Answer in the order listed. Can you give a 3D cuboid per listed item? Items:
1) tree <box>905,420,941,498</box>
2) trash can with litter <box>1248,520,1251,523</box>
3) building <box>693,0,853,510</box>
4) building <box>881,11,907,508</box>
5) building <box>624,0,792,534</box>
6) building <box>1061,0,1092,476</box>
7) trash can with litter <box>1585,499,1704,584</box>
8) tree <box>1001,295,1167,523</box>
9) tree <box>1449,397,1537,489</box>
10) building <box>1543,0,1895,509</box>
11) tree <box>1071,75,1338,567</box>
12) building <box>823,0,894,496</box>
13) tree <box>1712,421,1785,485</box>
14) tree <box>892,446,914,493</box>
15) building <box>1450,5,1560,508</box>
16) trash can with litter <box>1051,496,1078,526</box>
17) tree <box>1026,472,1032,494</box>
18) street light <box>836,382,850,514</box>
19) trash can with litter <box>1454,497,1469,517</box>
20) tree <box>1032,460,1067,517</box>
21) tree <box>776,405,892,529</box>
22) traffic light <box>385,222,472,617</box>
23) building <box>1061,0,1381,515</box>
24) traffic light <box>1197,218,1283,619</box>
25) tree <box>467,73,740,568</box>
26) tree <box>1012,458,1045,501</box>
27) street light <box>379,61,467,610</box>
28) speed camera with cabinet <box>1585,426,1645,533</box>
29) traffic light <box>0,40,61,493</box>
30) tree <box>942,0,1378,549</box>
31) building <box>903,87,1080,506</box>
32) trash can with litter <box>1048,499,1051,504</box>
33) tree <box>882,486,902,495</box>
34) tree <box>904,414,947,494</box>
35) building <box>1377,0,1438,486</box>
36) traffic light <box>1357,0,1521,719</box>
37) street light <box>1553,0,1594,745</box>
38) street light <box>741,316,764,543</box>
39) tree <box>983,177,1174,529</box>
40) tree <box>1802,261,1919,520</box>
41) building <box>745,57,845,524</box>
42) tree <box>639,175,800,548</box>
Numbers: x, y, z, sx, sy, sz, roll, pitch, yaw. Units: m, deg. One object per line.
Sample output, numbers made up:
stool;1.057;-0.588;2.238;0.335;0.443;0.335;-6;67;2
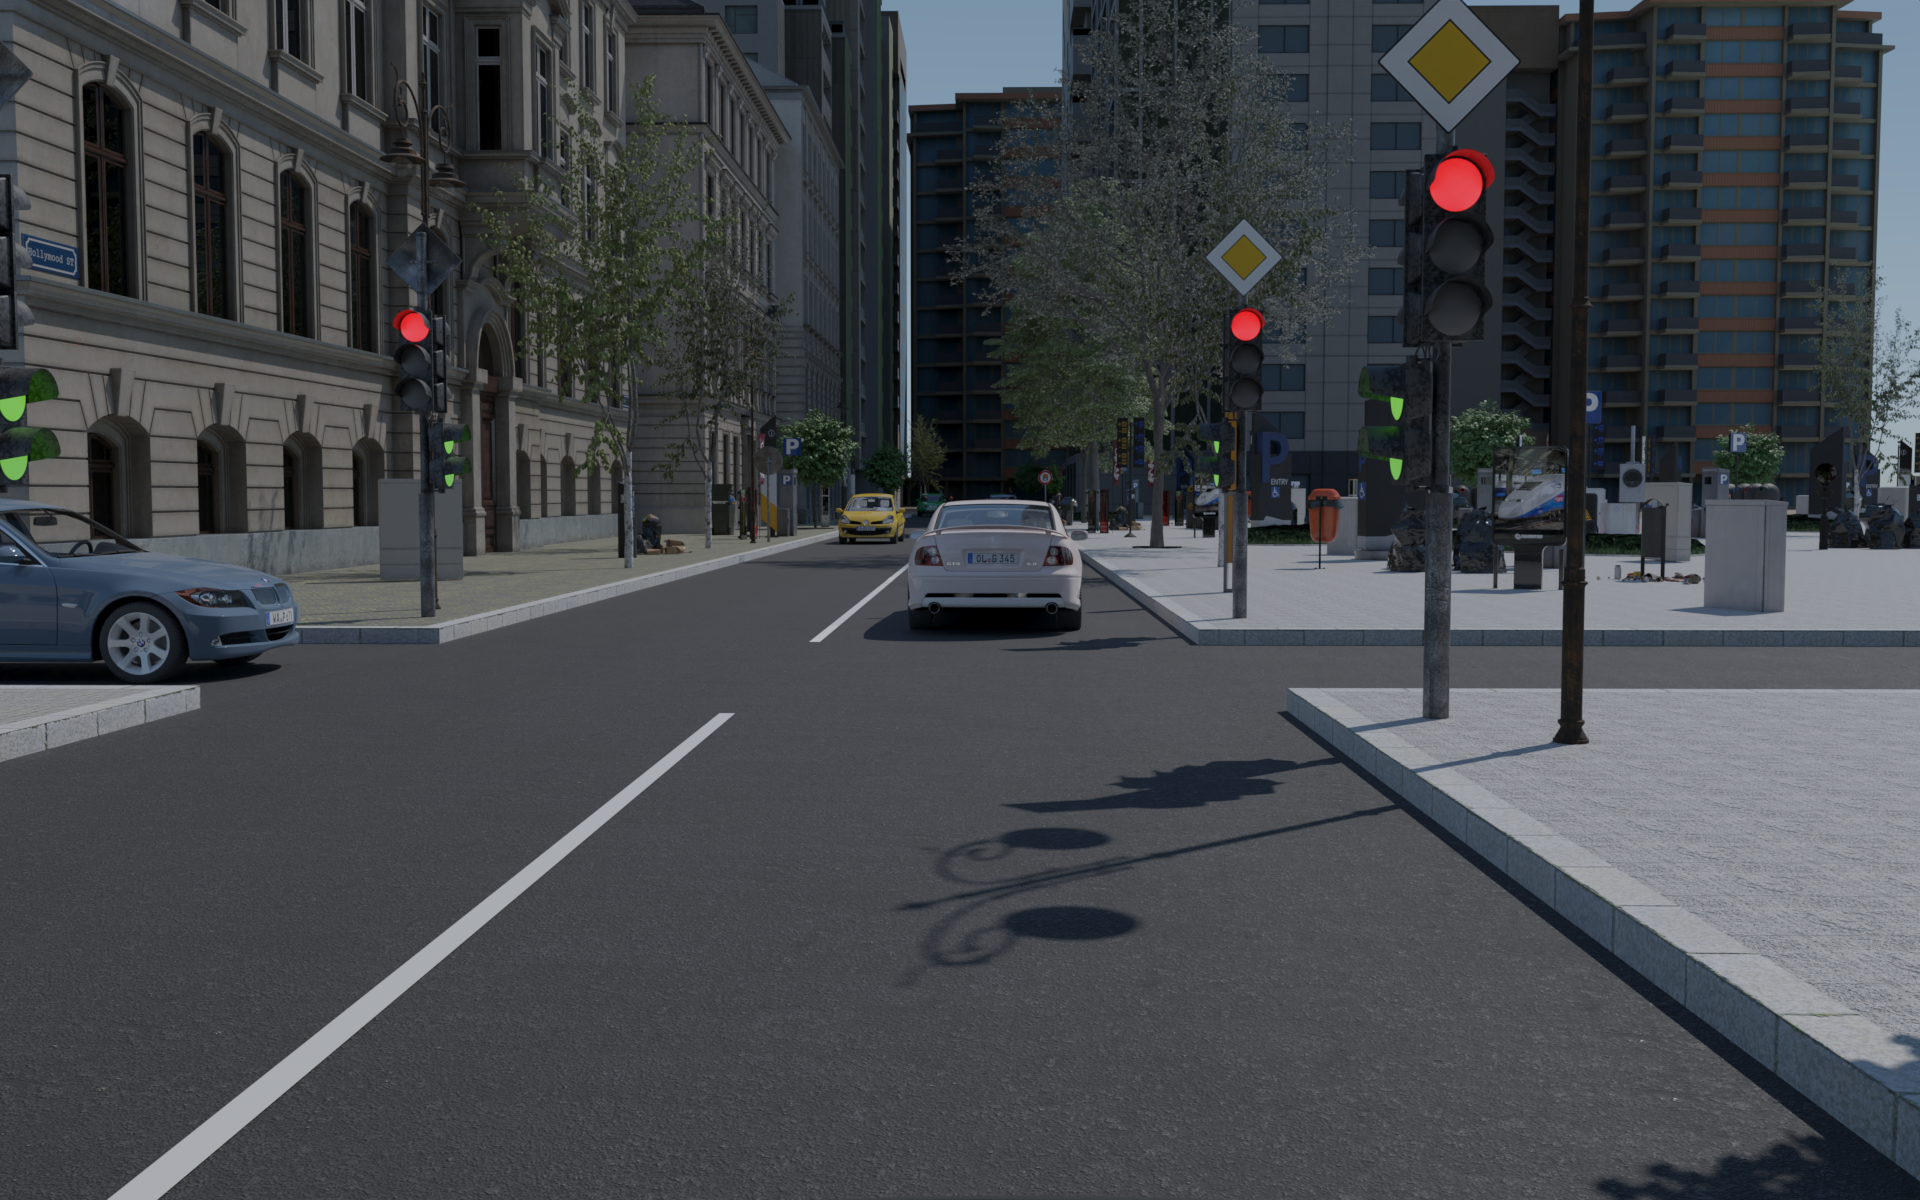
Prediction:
tree;-3.863;-13.469;170.578;4.360;8.622;3.978;0;3;0
trash can with litter;12.697;-3.965;75.882;2.233;1.210;1.678;1;4;20
building;-13.852;-20.148;101.126;14.160;30.474;14.107;0;4;1
building;-12.335;-31.157;159.532;14.200;45.320;14.600;0;4;1
building;-12.574;-12.203;64.150;10.561;19.102;19.286;0;4;1
building;22.824;-34.434;152.231;28.713;52.752;27.495;0;4;1
trash can with litter;10.288;-0.874;25.354;1.678;1.210;2.233;-1;4;-12
tree;5.261;-8.665;76.080;8.767;10.594;7.601;3;4;38
tree;17.814;-4.594;58.823;4.285;4.588;4.351;0;3;0
building;66.114;-30.564;154.347;28.867;44.769;22.147;0;4;1
tree;4.407;-4.890;30.315;4.360;8.622;3.978;0;3;0
building;-12.957;-28.161;144.029;14.154;41.232;14.086;0;4;1
tree;35.639;-5.794;78.453;4.285;4.588;4.351;0;3;0
tree;-4.232;-7.259;102.392;4.285;4.588;4.351;0;3;0
building;44.646;-31.047;157.732;14.200;45.320;14.600;0;4;1
trash can with litter;4.260;-3.557;69.542;0.624;1.170;1.055;2;4;25
tree;6.131;-9.526;150.358;1.663;3.219;1.824;0;3;0
street light;-4.857;-6.053;71.755;0.468;5.910;1.993;0;4;1
trash can with litter;20.186;-3.558;69.555;0.624;1.170;1.055;0;4;8
tree;5.309;-6.284;97.346;1.663;3.219;1.824;0;3;0
tree;-5.273;-4.908;63.961;4.285;4.588;4.351;0;3;0
traffic light;-5.535;-1.776;17.964;0.839;4.253;0.868;0;4;1
building;18.252;-42.171;127.748;20.563;71.187;20.611;0;4;1
traffic light;2.875;-1.767;17.808;0.839;4.253;0.868;0;4;1
tree;-5.983;-4.857;29.775;4.737;8.622;4.395;0;3;0
tree;6.334;-10.570;156.529;4.285;4.588;4.351;0;3;0
street light;-5.878;-2.835;19.133;0.468;5.910;1.993;0;4;1
speed camera with cabinet;18.753;-3.418;50.215;2.038;3.252;0.660;1;4;19
traffic light;-5.698;-1.288;9.980;0.839;4.253;0.868;0;4;1
tree;4.730;-7.965;40.593;12.009;13.543;11.850;0;3;0
building;7.201;-32.701;189.292;28.867;44.769;22.147;0;4;1
trash can with litter;4.655;-4.767;89.324;0.624;1.170;1.055;-3;4;-37
tree;-4.484;-7.290;113.793;1.663;3.219;1.824;0;3;0
tree;-3.127;-12.724;158.399;4.737;8.622;4.395;0;3;0
building;17.343;-40.914;107.190;20.563;71.187;20.611;0;4;1
traffic light;2.712;-1.279;9.825;0.839;4.253;0.868;0;4;1
street light;3.158;-2.201;8.775;0.468;5.910;1.993;0;4;1
street light;-5.392;-4.416;44.983;0.468;5.910;1.993;0;4;1
tree;4.527;-8.842;62.688;7.486;12.596;7.792;0;3;0
tree;28.423;-6.363;54.397;4.360;8.622;3.978;0;3;0
building;-11.131;-14.291;82.808;9.793;20.994;18.267;0;4;1
tree;-5.910;-5.538;40.906;4.360;8.622;3.978;0;3;0
